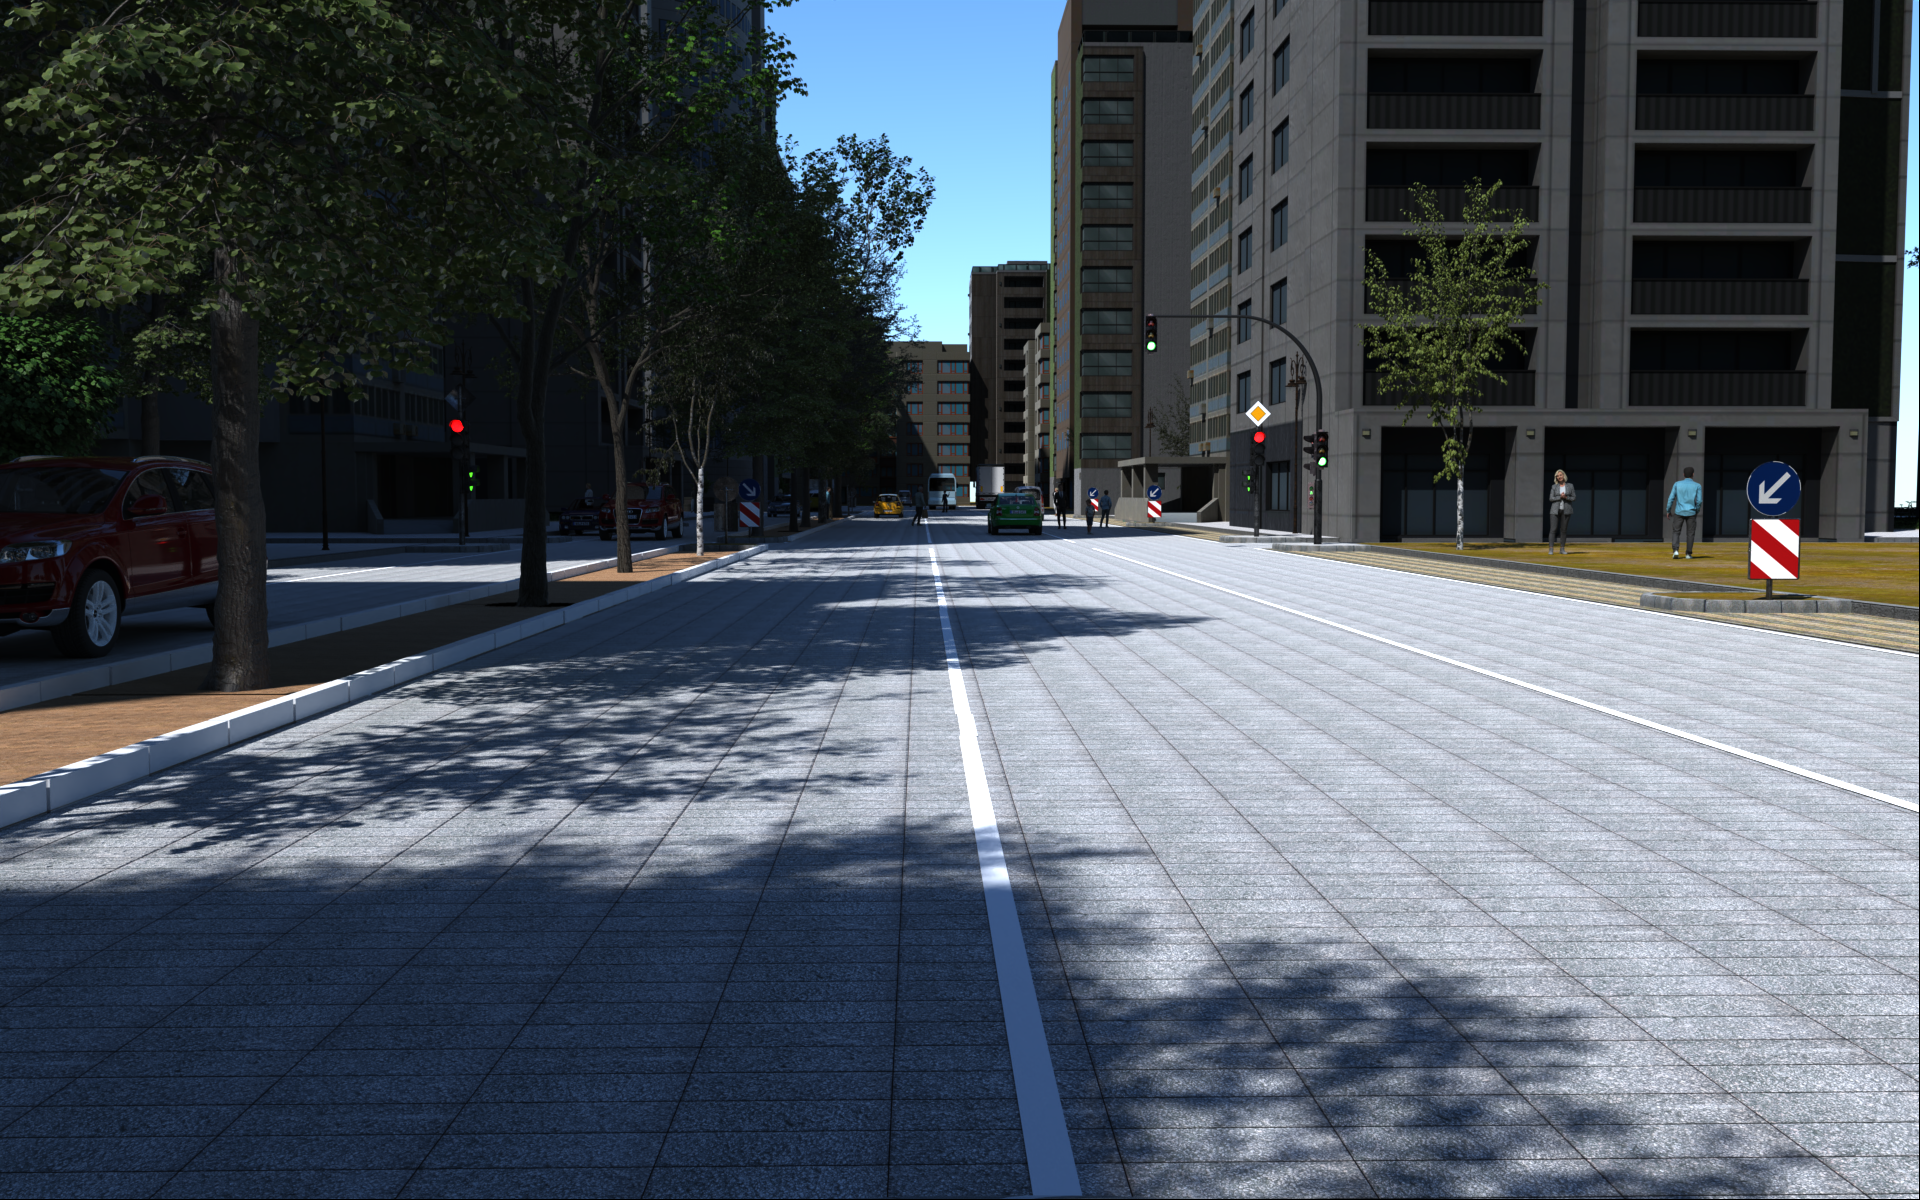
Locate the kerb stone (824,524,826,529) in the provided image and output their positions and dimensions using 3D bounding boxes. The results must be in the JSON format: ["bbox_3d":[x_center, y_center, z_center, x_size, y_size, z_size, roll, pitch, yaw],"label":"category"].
[{"bbox_3d":[-5.566,-2.884,69.343,0.120,0.150,1.000,0,4,-1],"label":"kerb stone"}]

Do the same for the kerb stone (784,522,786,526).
[{"bbox_3d":[-7.803,-3.256,75.425,0.120,0.150,1.000,0,4,-1],"label":"kerb stone"}]

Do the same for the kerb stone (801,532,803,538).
[{"bbox_3d":[-5.259,-2.069,56.029,0.120,0.150,1.000,0,4,-1],"label":"kerb stone"}]

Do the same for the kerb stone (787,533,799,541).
[{"bbox_3d":[-5.208,-1.944,53.977,0.120,0.150,1.000,0,4,-1],"label":"kerb stone"}]

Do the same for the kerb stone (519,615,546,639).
[{"bbox_3d":[-4.379,0.287,17.500,0.120,0.150,1.000,0,4,-1],"label":"kerb stone"}]

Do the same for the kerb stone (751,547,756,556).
[{"bbox_3d":[-4.891,-1.089,40.053,0.120,0.150,1.000,0,4,-1],"label":"kerb stone"}]

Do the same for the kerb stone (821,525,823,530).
[{"bbox_3d":[-5.513,-2.758,67.292,0.120,0.150,1.000,0,4,-1],"label":"kerb stone"}]

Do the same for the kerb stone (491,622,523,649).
[{"bbox_3d":[-4.355,0.350,16.473,0.120,0.150,1.000,0,4,-1],"label":"kerb stone"}]

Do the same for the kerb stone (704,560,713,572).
[{"bbox_3d":[-4.708,-0.586,31.850,0.120,0.150,1.000,0,4,-1],"label":"kerb stone"}]

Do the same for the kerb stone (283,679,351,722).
[{"bbox_3d":[-4.237,0.663,11.360,0.120,0.150,1.000,0,4,-1],"label":"kerb stone"}]

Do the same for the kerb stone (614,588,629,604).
[{"bbox_3d":[-4.496,-0.026,22.628,0.120,0.150,1.000,0,4,-1],"label":"kerb stone"}]

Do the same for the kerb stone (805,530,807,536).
[{"bbox_3d":[-5.307,-2.195,58.082,0.120,0.150,1.000,0,4,-1],"label":"kerb stone"}]

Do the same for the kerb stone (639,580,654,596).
[{"bbox_3d":[-4.543,-0.153,24.691,0.120,0.150,1.000,0,4,-1],"label":"kerb stone"}]

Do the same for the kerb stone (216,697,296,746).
[{"bbox_3d":[-4.221,0.725,10.338,0.120,0.150,1.000,0,4,-1],"label":"kerb stone"}]

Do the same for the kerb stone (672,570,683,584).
[{"bbox_3d":[-4.604,-0.337,27.762,0.120,0.150,1.000,0,4,-1],"label":"kerb stone"}]

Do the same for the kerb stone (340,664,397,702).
[{"bbox_3d":[-4.258,0.600,12.381,0.120,0.150,1.000,0,4,-1],"label":"kerb stone"}]

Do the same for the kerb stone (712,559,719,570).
[{"bbox_3d":[-4.740,-0.653,32.876,0.120,0.150,1.000,0,4,-1],"label":"kerb stone"}]

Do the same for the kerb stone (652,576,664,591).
[{"bbox_3d":[-4.563,-0.215,25.718,0.120,0.150,1.000,0,4,-1],"label":"kerb stone"}]

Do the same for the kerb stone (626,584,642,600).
[{"bbox_3d":[-4.518,-0.089,23.664,0.120,0.150,1.000,0,4,-1],"label":"kerb stone"}]

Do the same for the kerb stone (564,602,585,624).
[{"bbox_3d":[-4.415,0.163,19.547,0.120,0.150,1.000,0,4,-1],"label":"kerb stone"}]

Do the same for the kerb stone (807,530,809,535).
[{"bbox_3d":[-5.329,-2.258,59.106,0.120,0.150,1.000,0,4,-1],"label":"kerb stone"}]

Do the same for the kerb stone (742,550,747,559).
[{"bbox_3d":[-4.839,-0.966,37.997,0.120,0.150,1.000,0,4,-1],"label":"kerb stone"}]

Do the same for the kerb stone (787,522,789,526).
[{"bbox_3d":[-7.854,-3.381,77.472,0.120,0.150,1.000,0,4,-1],"label":"kerb stone"}]

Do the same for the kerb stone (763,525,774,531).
[{"bbox_3d":[-7.662,-2.880,69.287,0.120,0.150,1.000,0,4,-1],"label":"kerb stone"}]

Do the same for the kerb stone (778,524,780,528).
[{"bbox_3d":[-7.731,-3.065,72.354,0.120,0.150,1.000,0,4,-1],"label":"kerb stone"}]

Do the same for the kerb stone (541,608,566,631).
[{"bbox_3d":[-4.407,0.225,18.525,0.120,0.150,1.000,0,4,-1],"label":"kerb stone"}]

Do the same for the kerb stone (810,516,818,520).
[{"bbox_3d":[-8.344,-4.696,98.981,0.120,0.150,1.000,0,4,-1],"label":"kerb stone"}]

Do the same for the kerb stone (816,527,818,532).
[{"bbox_3d":[-5.454,-2.567,64.226,0.120,0.150,1.000,0,4,-1],"label":"kerb stone"}]

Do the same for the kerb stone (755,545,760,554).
[{"bbox_3d":[-4.915,-1.155,41.075,0.120,0.150,1.000,0,4,-1],"label":"kerb stone"}]

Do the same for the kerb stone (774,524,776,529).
[{"bbox_3d":[-7.685,-2.943,70.309,0.120,0.150,1.000,0,4,-1],"label":"kerb stone"}]

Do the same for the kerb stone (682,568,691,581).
[{"bbox_3d":[-4.637,-0.403,28.785,0.120,0.150,1.000,0,4,-1],"label":"kerb stone"}]

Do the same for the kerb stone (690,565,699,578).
[{"bbox_3d":[-4.660,-0.463,29.807,0.120,0.150,1.000,0,4,-1],"label":"kerb stone"}]

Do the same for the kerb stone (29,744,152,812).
[{"bbox_3d":[-4.164,0.851,8.287,0.120,0.150,1.000,0,4,-1],"label":"kerb stone"}]

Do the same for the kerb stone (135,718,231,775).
[{"bbox_3d":[-4.194,0.789,9.309,0.120,0.150,1.000,0,4,-1],"label":"kerb stone"}]

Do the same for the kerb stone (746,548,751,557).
[{"bbox_3d":[-4.873,-1.029,39.019,0.120,0.150,1.000,0,4,-1],"label":"kerb stone"}]

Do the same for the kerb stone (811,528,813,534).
[{"bbox_3d":[-5.379,-2.383,61.160,0.120,0.150,1.000,0,4,-1],"label":"kerb stone"}]

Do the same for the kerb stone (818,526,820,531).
[{"bbox_3d":[-5.474,-2.631,65.248,0.120,0.150,1.000,0,4,-1],"label":"kerb stone"}]

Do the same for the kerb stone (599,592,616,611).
[{"bbox_3d":[-4.471,0.041,21.605,0.120,0.150,1.000,0,4,-1],"label":"kerb stone"}]

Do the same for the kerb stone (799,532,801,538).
[{"bbox_3d":[-5.238,-2.007,55.003,0.120,0.150,1.000,0,4,-1],"label":"kerb stone"}]

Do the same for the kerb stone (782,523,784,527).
[{"bbox_3d":[-7.780,-3.193,74.402,0.120,0.150,1.000,0,4,-1],"label":"kerb stone"}]

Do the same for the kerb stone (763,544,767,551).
[{"bbox_3d":[-4.966,-1.280,43.118,0.120,0.150,1.000,0,4,-1],"label":"kerb stone"}]

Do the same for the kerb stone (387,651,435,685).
[{"bbox_3d":[-4.283,0.538,13.403,0.120,0.150,1.000,0,4,-1],"label":"kerb stone"}]

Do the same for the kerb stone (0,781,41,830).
[{"bbox_3d":[-4.145,0.915,7.265,0.120,0.150,1.000,0,4,-1],"label":"kerb stone"}]

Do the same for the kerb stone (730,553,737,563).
[{"bbox_3d":[-4.800,-0.841,35.941,0.120,0.150,1.000,0,4,-1],"label":"kerb stone"}]

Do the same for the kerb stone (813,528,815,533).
[{"bbox_3d":[-5.400,-2.446,62.182,0.120,0.150,1.000,0,4,-1],"label":"kerb stone"}]

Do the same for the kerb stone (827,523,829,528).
[{"bbox_3d":[-5.606,-3.010,71.401,0.120,0.150,1.000,0,4,-1],"label":"kerb stone"}]

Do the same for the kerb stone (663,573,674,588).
[{"bbox_3d":[-4.594,-0.278,26.740,0.120,0.150,1.000,0,4,-1],"label":"kerb stone"}]

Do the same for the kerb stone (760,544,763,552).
[{"bbox_3d":[-4.944,-1.217,42.096,0.120,0.150,1.000,0,4,-1],"label":"kerb stone"}]

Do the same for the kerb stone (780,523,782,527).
[{"bbox_3d":[-7.755,-3.127,73.376,0.120,0.150,1.000,0,4,-1],"label":"kerb stone"}]

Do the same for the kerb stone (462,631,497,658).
[{"bbox_3d":[-4.335,0.413,15.448,0.120,0.150,1.000,0,4,-1],"label":"kerb stone"}]

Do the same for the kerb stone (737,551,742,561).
[{"bbox_3d":[-4.824,-0.903,36.962,0.120,0.150,1.000,0,4,-1],"label":"kerb stone"}]

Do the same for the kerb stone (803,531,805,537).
[{"bbox_3d":[-5.278,-2.132,57.056,0.120,0.150,1.000,0,4,-1],"label":"kerb stone"}]

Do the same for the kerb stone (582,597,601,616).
[{"bbox_3d":[-4.452,0.099,20.583,0.120,0.150,1.000,0,4,-1],"label":"kerb stone"}]

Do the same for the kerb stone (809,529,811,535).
[{"bbox_3d":[-5.354,-2.317,60.135,0.120,0.150,1.000,0,4,-1],"label":"kerb stone"}]

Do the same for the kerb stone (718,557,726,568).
[{"bbox_3d":[-4.748,-0.716,33.898,0.120,0.150,1.000,0,4,-1],"label":"kerb stone"}]

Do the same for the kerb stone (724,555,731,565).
[{"bbox_3d":[-4.780,-0.774,34.919,0.120,0.150,1.000,0,4,-1],"label":"kerb stone"}]

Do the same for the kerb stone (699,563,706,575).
[{"bbox_3d":[-4.685,-0.527,30.828,0.120,0.150,1.000,0,4,-1],"label":"kerb stone"}]

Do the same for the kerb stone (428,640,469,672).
[{"bbox_3d":[-4.305,0.475,14.425,0.120,0.150,1.000,0,4,-1],"label":"kerb stone"}]

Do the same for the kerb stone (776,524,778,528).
[{"bbox_3d":[-7.714,-3.005,71.331,0.120,0.150,1.000,0,4,-1],"label":"kerb stone"}]

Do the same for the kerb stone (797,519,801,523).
[{"bbox_3d":[-8.115,-4.069,88.743,0.120,0.150,1.000,0,4,-1],"label":"kerb stone"}]
